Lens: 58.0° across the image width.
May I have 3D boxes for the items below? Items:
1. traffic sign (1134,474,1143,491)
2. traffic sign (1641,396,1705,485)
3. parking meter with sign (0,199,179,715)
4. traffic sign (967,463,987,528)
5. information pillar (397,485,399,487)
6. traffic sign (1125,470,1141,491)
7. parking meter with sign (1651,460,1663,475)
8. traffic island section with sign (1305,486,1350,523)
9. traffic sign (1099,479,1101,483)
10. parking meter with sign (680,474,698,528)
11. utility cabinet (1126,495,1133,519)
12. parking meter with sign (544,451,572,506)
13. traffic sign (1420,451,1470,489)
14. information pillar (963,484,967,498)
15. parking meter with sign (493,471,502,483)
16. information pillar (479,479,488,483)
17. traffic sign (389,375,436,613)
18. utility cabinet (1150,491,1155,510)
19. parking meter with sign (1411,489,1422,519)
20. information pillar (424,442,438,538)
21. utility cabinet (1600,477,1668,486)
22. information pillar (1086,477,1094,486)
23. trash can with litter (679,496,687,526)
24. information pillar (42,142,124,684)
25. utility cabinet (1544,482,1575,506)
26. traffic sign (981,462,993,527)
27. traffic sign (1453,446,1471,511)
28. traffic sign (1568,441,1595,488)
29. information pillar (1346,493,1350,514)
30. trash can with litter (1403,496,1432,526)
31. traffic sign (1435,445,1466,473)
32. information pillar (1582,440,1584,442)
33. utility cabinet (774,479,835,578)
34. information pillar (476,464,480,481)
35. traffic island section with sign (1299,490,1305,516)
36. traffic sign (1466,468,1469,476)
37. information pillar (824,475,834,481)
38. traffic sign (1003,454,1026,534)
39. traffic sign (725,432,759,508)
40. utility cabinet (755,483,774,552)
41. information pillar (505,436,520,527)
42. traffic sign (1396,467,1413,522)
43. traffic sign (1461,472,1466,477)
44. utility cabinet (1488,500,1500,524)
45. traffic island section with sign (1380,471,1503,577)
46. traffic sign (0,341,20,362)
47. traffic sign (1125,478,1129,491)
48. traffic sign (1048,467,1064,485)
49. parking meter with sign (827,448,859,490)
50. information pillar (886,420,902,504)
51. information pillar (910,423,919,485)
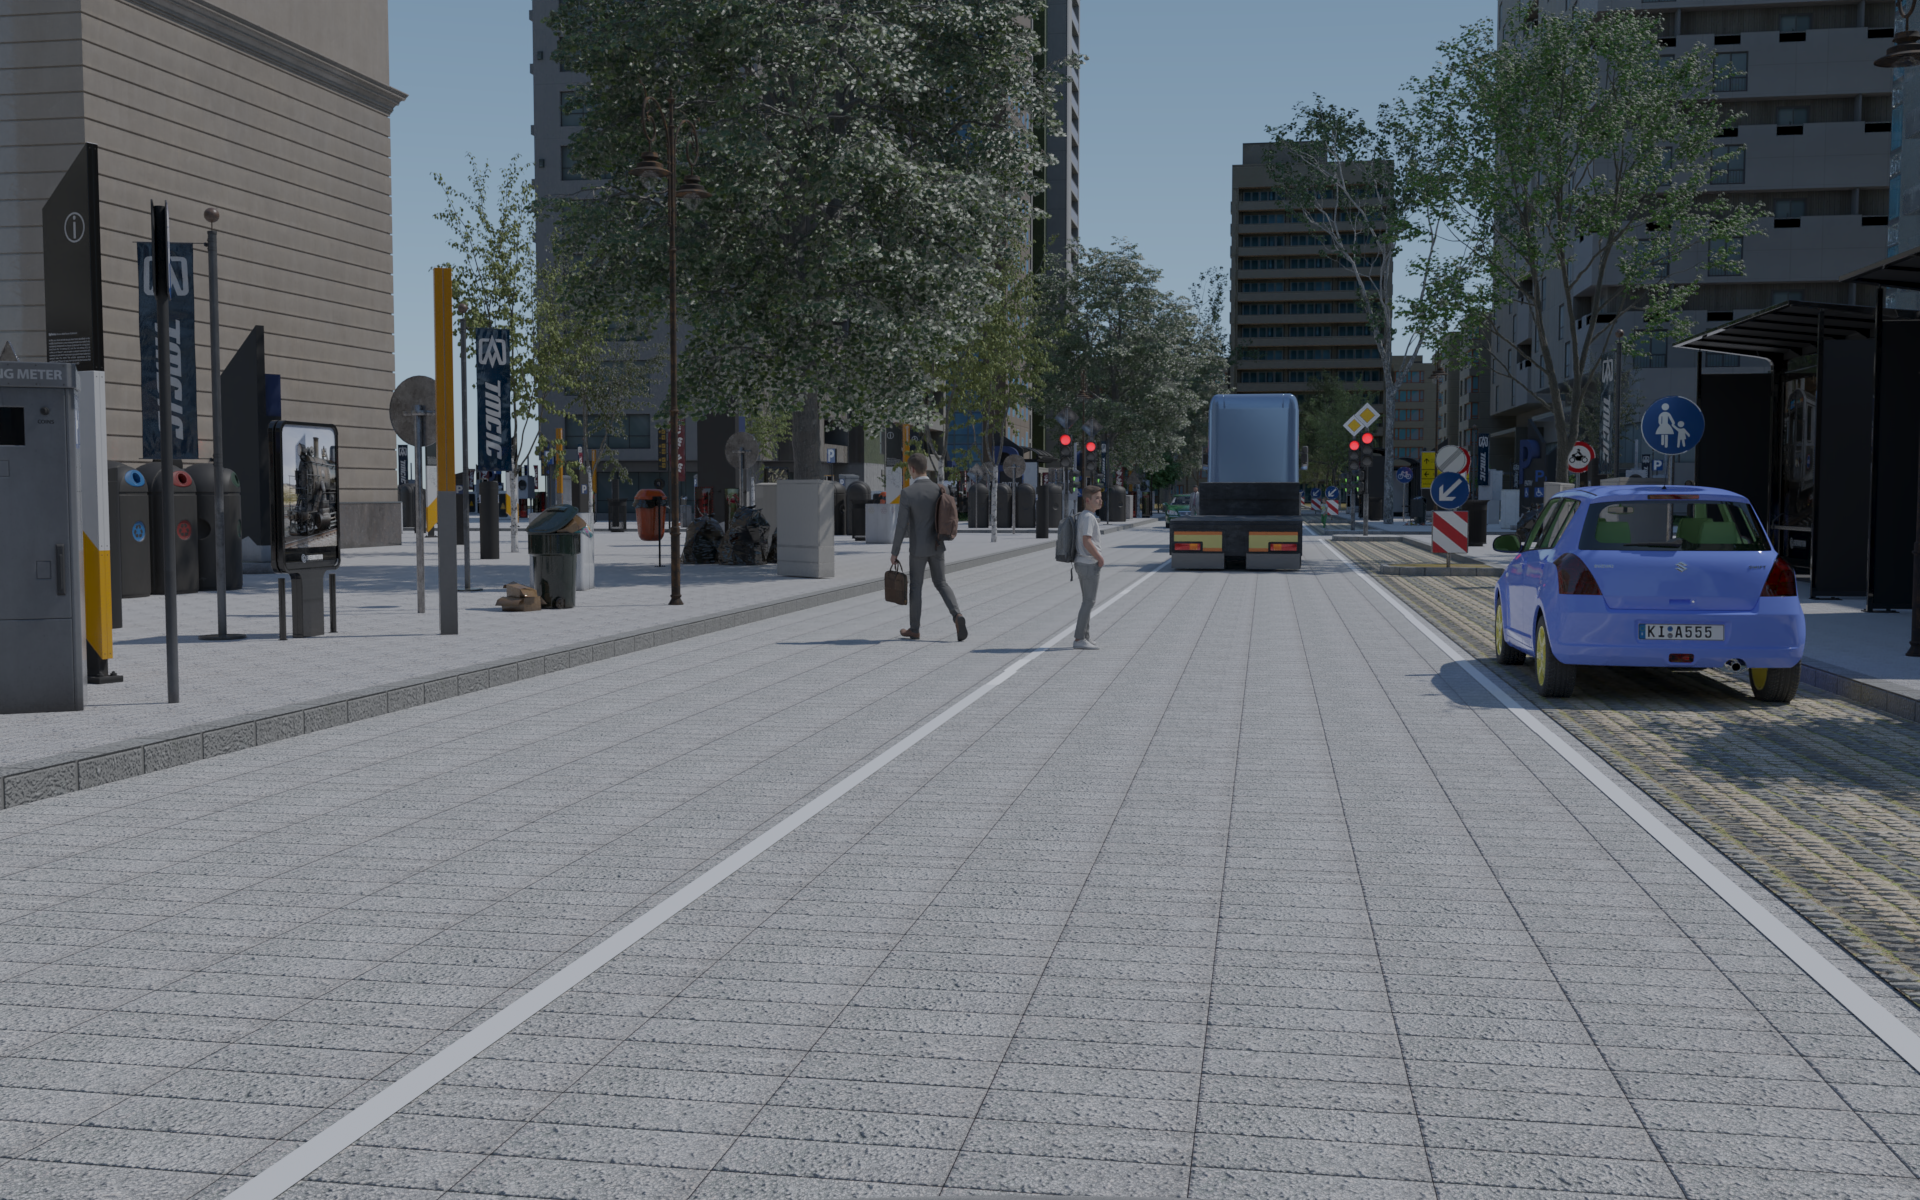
[{"bbox_3d":[10.914,-6.544,107.100,0.768,2.556,0.104,1,4,14],"label":"traffic sign"},{"bbox_3d":[9.244,-1.371,22.527,0.768,2.556,0.104,1,4,18],"label":"traffic sign"},{"bbox_3d":[-5.589,-0.854,10.221,1.738,3.016,0.543,-1,4,-23],"label":"parking meter with sign"},{"bbox_3d":[0.616,-3.872,64.496,0.795,2.450,0.064,1,4,20],"label":"traffic sign"},{"bbox_3d":[-43.726,-7.995,135.208,0.304,2.012,0.304,-2,4,-25],"label":"information pillar"},{"bbox_3d":[9.399,-5.749,94.005,0.884,2.594,0.081,1,4,12],"label":"traffic sign"},{"bbox_3d":[35.428,-5.662,88.831,0.543,3.016,1.738,0,4,2],"label":"parking meter with sign"},{"bbox_3d":[18.195,-4.692,85.345,1.989,1.847,2.006,1,4,10],"label":"traffic island section with sign"},{"bbox_3d":[9.099,-6.803,111.328,0.768,2.556,0.104,1,4,15],"label":"traffic sign"},{"bbox_3d":[-9.819,-4.283,66.286,1.738,3.016,0.543,-2,4,-25],"label":"parking meter with sign"},{"bbox_3d":[8.353,-4.737,88.609,1.020,1.237,0.306,3,5,42],"label":"utility cabinet"},{"bbox_3d":[-16.035,-4.531,70.339,0.543,3.016,1.738,2,4,33],"label":"parking meter with sign"},{"bbox_3d":[23.047,-5.408,82.297,2.265,3.308,0.079,1,4,13],"label":"traffic sign"},{"bbox_3d":[0.365,-7.400,125.484,0.304,2.012,0.304,1,4,9],"label":"information pillar"},{"bbox_3d":[-27.769,-6.510,102.699,0.543,3.016,1.738,1,4,9],"label":"parking meter with sign"},{"bbox_3d":[-22.679,-4.772,82.521,0.304,2.012,0.304,-3,5,-44],"label":"information pillar"},{"bbox_3d":[-5.811,-1.131,18.604,0.768,2.556,0.104,1,4,18],"label":"traffic sign"},{"bbox_3d":[14.890,-7.697,134.528,0.318,1.500,1.173,1,4,12],"label":"utility cabinet"},{"bbox_3d":[24.093,-5.673,89.011,1.738,3.016,0.543,2,4,33],"label":"parking meter with sign"},{"bbox_3d":[-15.534,-3.647,50.988,0.183,3.616,0.504,2,4,34],"label":"information pillar"},{"bbox_3d":[9.166,-0.910,23.558,1.173,1.500,0.318,-2,4,-35],"label":"utility cabinet"},{"bbox_3d":[5.462,-4.187,72.948,0.304,2.012,0.304,1,4,9],"label":"information pillar"},{"bbox_3d":[-10.951,-3.605,69.996,1.678,1.210,2.233,1,4,12],"label":"trash can with litter"},{"bbox_3d":[-5.979,-1.247,11.748,0.504,3.616,0.183,2,4,26],"label":"information pillar"},{"bbox_3d":[11.283,-1.463,32.597,0.318,1.500,1.173,2,4,32],"label":"utility cabinet"},{"bbox_3d":[1.125,-4.172,68.316,0.768,2.556,0.104,1,4,11],"label":"traffic sign"},{"bbox_3d":[13.192,-2.814,46.123,0.768,2.556,0.104,1,4,11],"label":"traffic sign"},{"bbox_3d":[14.856,-2.542,41.667,0.768,2.556,0.104,1,4,15],"label":"traffic sign"},{"bbox_3d":[24.808,-6.488,110.572,0.304,2.012,0.304,0,4,3],"label":"information pillar"},{"bbox_3d":[19.014,-3.635,70.496,2.233,1.210,1.678,0,4,1],"label":"trash can with litter"},{"bbox_3d":[12.777,-2.757,45.189,0.768,2.556,0.104,1,4,12],"label":"traffic sign"},{"bbox_3d":[26.777,-5.095,74.652,0.183,3.616,0.504,1,4,9],"label":"information pillar"},{"bbox_3d":[-2.371,-1.098,26.636,0.318,1.500,1.173,-3,4,-38],"label":"utility cabinet"},{"bbox_3d":[-37.190,-8.719,133.914,0.504,3.616,0.183,0,4,6],"label":"information pillar"},{"bbox_3d":[22.979,-6.351,112.461,1.989,1.847,2.006,1,4,10],"label":"traffic island section with sign"},{"bbox_3d":[17.741,-3.769,61.729,0.768,2.556,0.104,1,4,15],"label":"traffic sign"},{"bbox_3d":[-5.124,-3.868,67.731,0.304,2.012,0.304,-2,4,-24],"label":"information pillar"},{"bbox_3d":[1.724,-3.385,55.452,0.768,2.556,0.104,1,4,19],"label":"traffic sign"},{"bbox_3d":[-4.469,-2.157,35.379,0.768,2.556,0.104,1,4,18],"label":"traffic sign"},{"bbox_3d":[-3.460,-1.562,34.214,1.173,1.500,0.318,1,4,20],"label":"utility cabinet"},{"bbox_3d":[-17.214,-4.600,66.566,0.504,3.616,0.183,-3,4,-38],"label":"information pillar"},{"bbox_3d":[20.752,-4.942,80.906,0.768,2.556,0.104,1,4,16],"label":"traffic sign"},{"bbox_3d":[13.966,-2.860,48.898,0.606,2.300,0.079,1,4,19],"label":"traffic sign"},{"bbox_3d":[22.723,-3.855,74.188,1.020,1.237,0.306,-3,5,-43],"label":"utility cabinet"},{"bbox_3d":[8.549,-1.363,30.911,1.989,1.847,2.006,1,4,10],"label":"traffic island section with sign"},{"bbox_3d":[-8.080,-0.901,14.730,0.884,2.594,0.081,1,4,19],"label":"traffic sign"},{"bbox_3d":[13.189,-8.316,136.072,0.768,2.556,0.104,1,4,19],"label":"traffic sign"},{"bbox_3d":[3.666,-3.922,66.257,0.606,2.300,0.079,1,4,16],"label":"traffic sign"},{"bbox_3d":[-4.253,-4.313,66.781,1.738,3.016,0.543,-3,5,-39],"label":"parking meter with sign"},{"bbox_3d":[-2.023,-3.745,52.592,0.504,3.616,0.183,0,4,3],"label":"information pillar"},{"bbox_3d":[-1.557,-3.983,56.477,0.504,3.616,0.183,-2,4,-26],"label":"information pillar"}]
